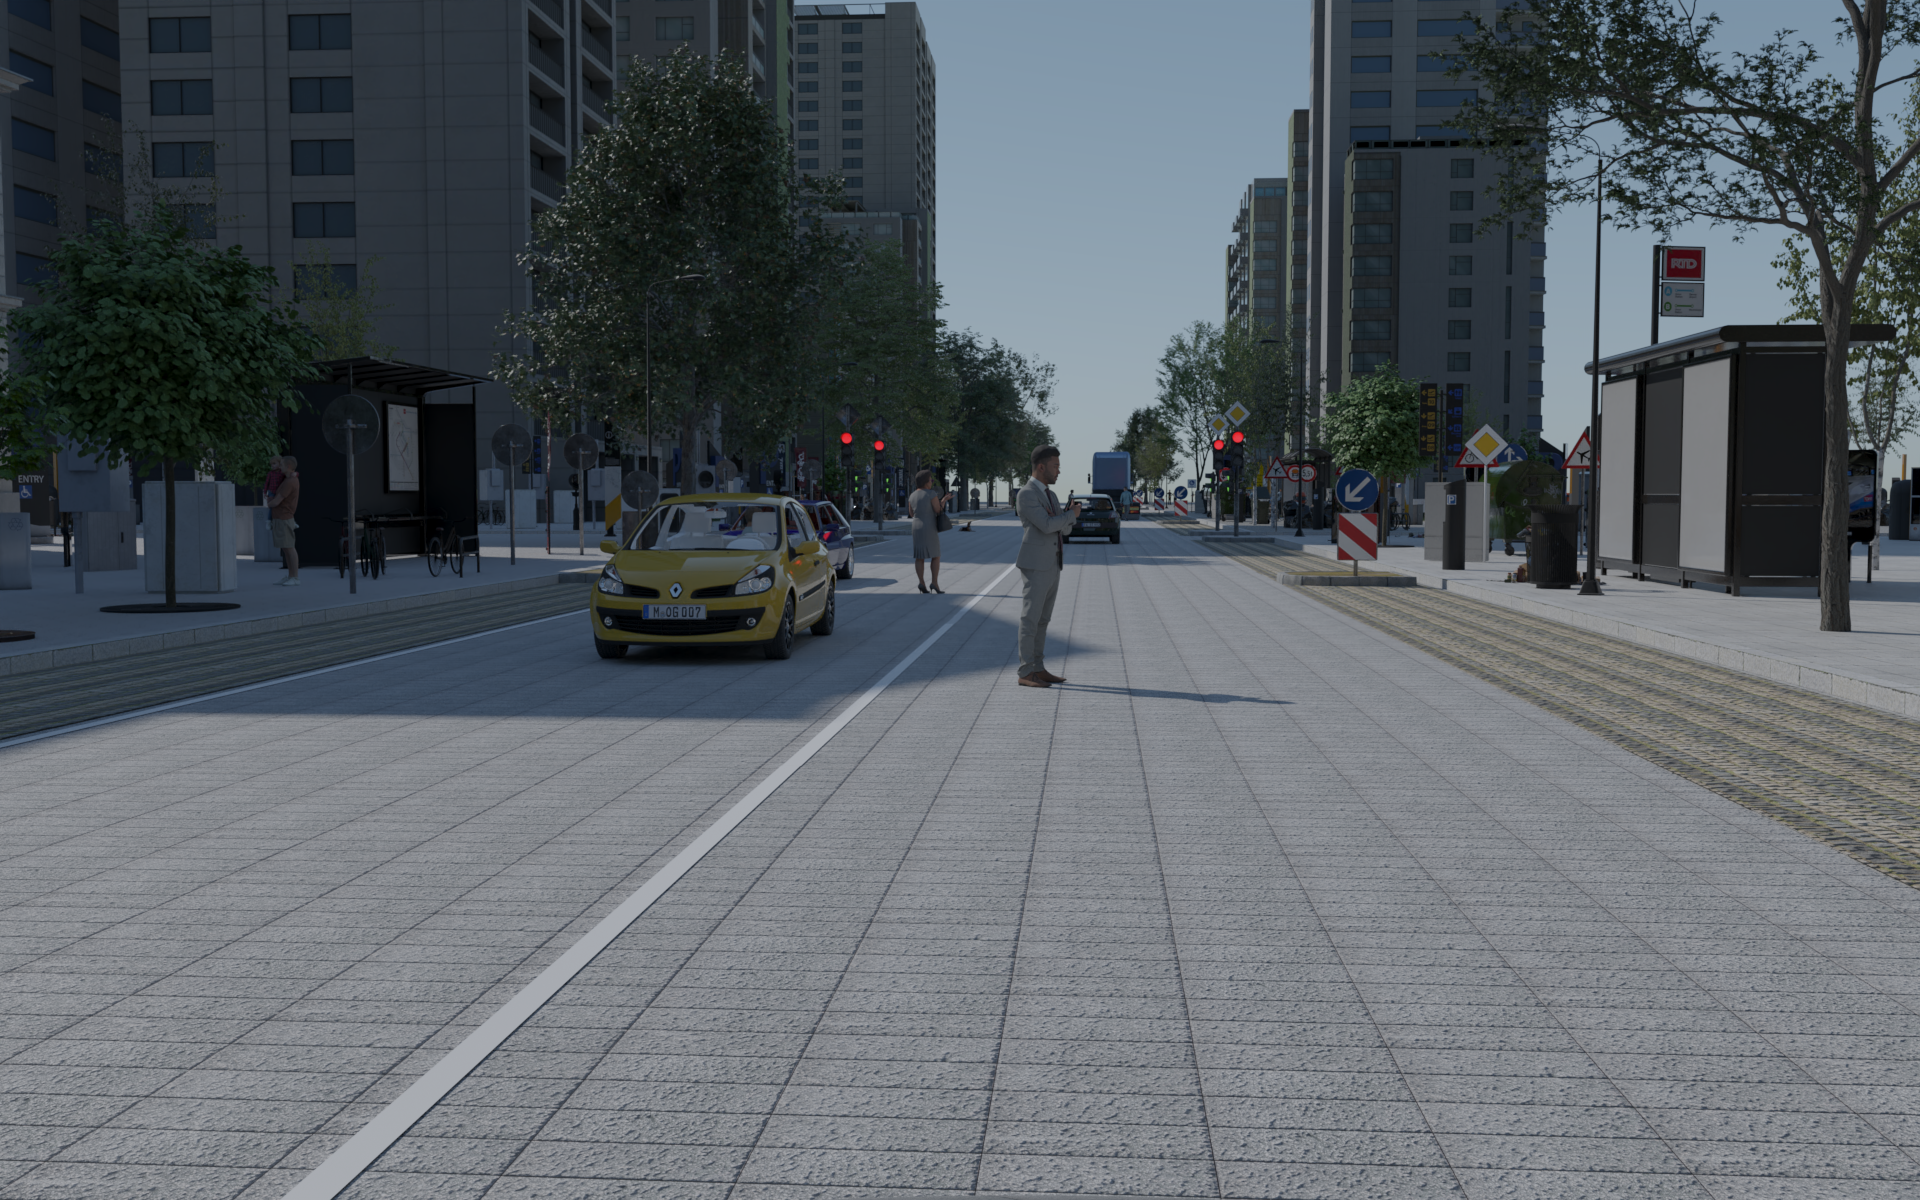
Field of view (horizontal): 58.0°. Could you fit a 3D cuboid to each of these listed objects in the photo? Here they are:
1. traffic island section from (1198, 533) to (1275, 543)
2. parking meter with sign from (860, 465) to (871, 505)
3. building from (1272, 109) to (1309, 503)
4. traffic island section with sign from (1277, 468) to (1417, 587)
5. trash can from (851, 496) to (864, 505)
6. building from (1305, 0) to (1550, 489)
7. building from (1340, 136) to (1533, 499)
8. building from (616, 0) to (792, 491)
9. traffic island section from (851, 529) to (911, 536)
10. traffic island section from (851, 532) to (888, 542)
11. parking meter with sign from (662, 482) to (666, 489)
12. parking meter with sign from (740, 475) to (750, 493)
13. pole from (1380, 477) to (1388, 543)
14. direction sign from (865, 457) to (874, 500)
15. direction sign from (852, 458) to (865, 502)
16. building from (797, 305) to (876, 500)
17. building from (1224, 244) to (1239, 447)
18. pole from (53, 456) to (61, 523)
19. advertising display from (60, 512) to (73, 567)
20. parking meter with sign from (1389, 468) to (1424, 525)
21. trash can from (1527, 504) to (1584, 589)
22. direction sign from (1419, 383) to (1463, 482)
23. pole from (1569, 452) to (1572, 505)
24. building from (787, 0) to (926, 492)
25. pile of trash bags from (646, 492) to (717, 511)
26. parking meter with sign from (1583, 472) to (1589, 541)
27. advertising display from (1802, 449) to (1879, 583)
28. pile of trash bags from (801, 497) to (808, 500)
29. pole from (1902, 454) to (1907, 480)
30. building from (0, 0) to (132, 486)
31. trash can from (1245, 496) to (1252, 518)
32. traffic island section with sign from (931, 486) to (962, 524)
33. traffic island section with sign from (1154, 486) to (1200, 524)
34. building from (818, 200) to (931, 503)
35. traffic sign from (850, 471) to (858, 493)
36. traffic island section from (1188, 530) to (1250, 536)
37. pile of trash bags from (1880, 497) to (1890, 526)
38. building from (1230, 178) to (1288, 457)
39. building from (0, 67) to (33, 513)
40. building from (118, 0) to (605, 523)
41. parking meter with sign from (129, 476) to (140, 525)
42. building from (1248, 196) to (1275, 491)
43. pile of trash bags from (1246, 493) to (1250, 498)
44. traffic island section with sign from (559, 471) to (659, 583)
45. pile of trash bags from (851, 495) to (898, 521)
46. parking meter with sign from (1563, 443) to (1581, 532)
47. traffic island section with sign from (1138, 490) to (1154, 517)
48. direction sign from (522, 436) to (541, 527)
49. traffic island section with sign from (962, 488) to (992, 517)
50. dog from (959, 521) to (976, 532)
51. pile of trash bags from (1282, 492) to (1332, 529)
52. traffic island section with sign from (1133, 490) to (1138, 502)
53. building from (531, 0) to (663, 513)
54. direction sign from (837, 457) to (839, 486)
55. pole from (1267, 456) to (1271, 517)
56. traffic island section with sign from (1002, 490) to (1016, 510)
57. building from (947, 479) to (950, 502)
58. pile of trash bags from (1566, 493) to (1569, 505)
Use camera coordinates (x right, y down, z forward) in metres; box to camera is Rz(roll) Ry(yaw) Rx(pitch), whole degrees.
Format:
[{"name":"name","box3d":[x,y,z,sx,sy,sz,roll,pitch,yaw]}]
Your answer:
[{"name":"traffic island section","box3d":[8.356,-1.834,52.267,2.009,0.180,2.903,0,4,4]},{"name":"parking meter with sign","box3d":[-5.866,-6.699,105.794,0.543,3.016,1.738,-1,4,-17]},{"name":"building","box3d":[42.082,-30.776,186.774,14.154,41.232,14.086,0,4,4]},{"name":"traffic island section with sign","box3d":[6.117,-1.164,27.661,1.989,1.847,2.006,0,4,4]},{"name":"trash can","box3d":[-6.138,-5.638,103.836,0.748,1.137,0.748,0,3,0]},{"name":"building","box3d":[43.730,-38.053,164.163,21.231,58.520,28.212,0,4,4]},{"name":"building","box3d":[38.625,-22.763,143.874,14.160,30.474,14.107,0,4,4]},{"name":"building","box3d":[-20.046,-26.797,121.720,14.154,41.232,14.086,0,4,4]},{"name":"traffic island section","box3d":[-2.830,-2.377,61.148,2.009,0.180,2.903,0,4,4]},{"name":"traffic island section","box3d":[-3.449,-1.890,53.187,2.009,0.180,2.903,0,4,4]},{"name":"parking meter with sign","box3d":[-19.270,-7.149,113.155,1.738,3.016,0.543,-1,4,-13]},{"name":"parking meter with sign","box3d":[-8.523,-4.515,70.079,1.738,3.016,0.543,-2,4,-29]},{"name":"pole","box3d":[11.172,-3.166,45.608,0.158,3.312,0.155,0,3,0]},{"name":"direction sign","box3d":[-4.331,-5.791,86.676,0.379,3.537,0.876,-1,4,-17]},{"name":"direction sign","box3d":[-5.276,-6.023,90.466,0.876,3.537,0.379,2,4,30]},{"name":"building","box3d":[-23.889,-20.144,174.392,27.650,21.520,28.899,0,4,4]},{"name":"building","box3d":[50.324,-36.722,283.996,14.154,41.232,14.086,0,4,4]},{"name":"pole","box3d":[-39.929,-5.059,76.562,0.158,3.312,0.155,0,3,0]},{"name":"advertising display","box3d":[-15.870,-1.563,30.766,0.123,1.923,0.974,-1,4,-22]},{"name":"parking meter with sign","box3d":[18.478,-4.627,71.916,1.738,3.016,0.543,-2,4,-30]},{"name":"trash can","box3d":[8.078,-0.727,23.541,0.748,1.137,0.748,0,3,0]},{"name":"direction sign","box3d":[9.833,-2.658,35.460,0.876,3.537,0.379,0,4,1]},{"name":"pole","box3d":[29.875,-5.549,84.563,0.158,3.312,0.155,0,3,0]},{"name":"building","box3d":[-13.460,-50.156,258.300,20.563,71.187,20.611,0,4,4]},{"name":"pile of trash bags","box3d":[-11.117,-3.549,67.774,3.447,1.369,1.912,-1,4,-12]},{"name":"parking meter with sign","box3d":[17.691,-3.065,46.368,1.738,3.016,0.543,1,4,18]},{"name":"advertising display","box3d":[12.773,-1.221,25.170,0.974,1.923,0.123,3,4,36]},{"name":"pile of trash bags","box3d":[-8.547,-5.626,101.742,1.912,1.369,3.447,0,4,8]},{"name":"pole","box3d":[48.190,-5.786,88.450,0.158,3.312,0.155,0,3,0]},{"name":"building","box3d":[-55.801,-33.317,86.728,28.212,58.520,21.231,0,4,4]},{"name":"trash can","box3d":[15.463,-4.963,92.793,0.748,1.137,0.748,0,3,0]},{"name":"traffic island section with sign","box3d":[-1.077,-4.586,83.614,1.989,1.847,2.006,0,4,4]},{"name":"traffic island section with sign","box3d":[10.410,-4.533,82.747,1.989,1.847,2.006,0,4,4]},{"name":"building","box3d":[-11.660,-34.124,241.517,14.154,41.232,14.086,0,4,4]},{"name":"traffic sign","box3d":[-5.505,-5.307,86.879,0.768,2.556,0.104,0,4,8]},{"name":"traffic island section","box3d":[8.976,-2.321,60.228,2.009,0.180,2.903,0,4,4]},{"name":"pile of trash bags","box3d":[36.744,-3.728,70.704,1.912,1.369,3.447,0,4,7]},{"name":"building","box3d":[52.584,-39.246,261.286,23.786,49.044,30.456,0,4,4]},{"name":"building","box3d":[-33.267,-15.073,33.839,23.554,28.519,14.401,0,4,4]},{"name":"building","box3d":[-26.084,-39.544,84.804,20.563,71.187,20.611,0,4,4]},{"name":"parking meter with sign","box3d":[-34.838,-4.642,72.156,1.738,3.016,0.543,2,4,33]},{"name":"building","box3d":[46.809,-33.972,239.029,14.154,41.232,14.086,0,4,4]},{"name":"pile of trash bags","box3d":[18.138,-6.637,118.263,3.447,1.369,1.912,1,4,21]},{"name":"traffic island section with sign","box3d":[-5.366,-1.219,28.561,1.989,1.847,2.006,0,4,4]},{"name":"pile of trash bags","box3d":[-4.820,-4.557,84.253,3.447,1.369,1.912,-2,4,-27]},{"name":"parking meter with sign","box3d":[21.491,-3.842,59.075,1.738,3.016,0.543,2,4,28]},{"name":"traffic island section with sign","box3d":[12.518,-6.197,109.955,1.989,1.847,2.006,0,4,4]},{"name":"direction sign","box3d":[-16.629,-4.604,67.274,0.379,3.537,0.876,3,5,41]},{"name":"traffic island section with sign","box3d":[1.011,-6.230,110.488,1.989,1.847,2.006,0,4,4]},{"name":"dog","box3d":[0.248,-2.811,66.148,0.550,0.427,0.748,-1,4,-20]},{"name":"pile of trash bags","box3d":[13.221,-3.439,65.980,1.912,1.369,3.447,0,4,-1]},{"name":"traffic island section with sign","box3d":[16.346,-9.198,159.015,1.989,1.847,2.006,0,4,4]},{"name":"building","box3d":[-22.702,-43.343,146.913,20.563,71.187,20.611,0,4,4]},{"name":"direction sign","box3d":[-6.845,-6.447,97.406,0.379,3.537,0.876,-1,4,-11]},{"name":"pole","box3d":[16.566,-6.053,92.814,0.158,3.312,0.155,0,3,0]},{"name":"traffic island section with sign","box3d":[4.899,-9.289,160.507,1.989,1.847,2.006,0,4,4]},{"name":"building","box3d":[-12.265,-51.470,279.785,20.563,71.187,20.611,0,4,4]},{"name":"pile of trash bags","box3d":[44.193,-6.858,121.879,3.447,1.369,1.912,1,4,22]}]
